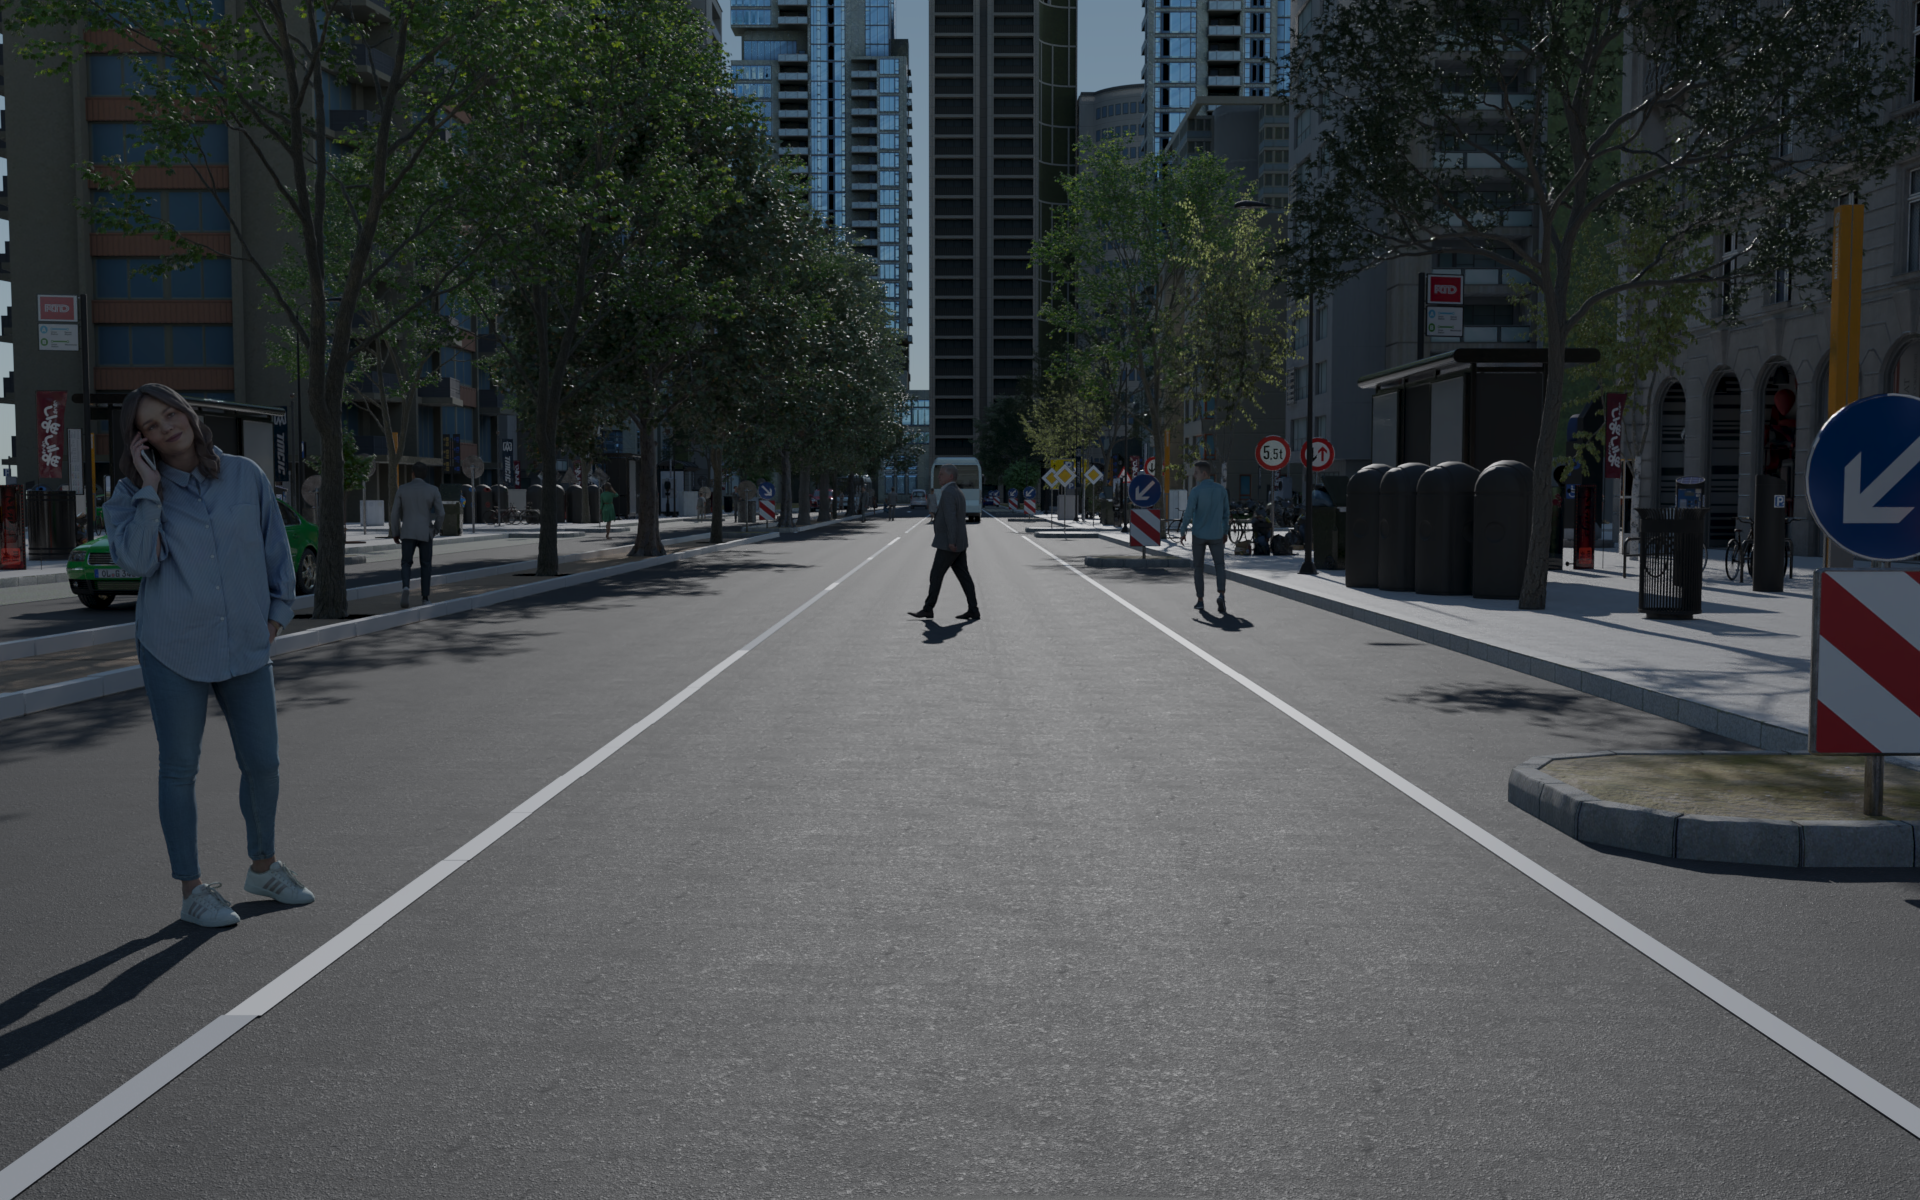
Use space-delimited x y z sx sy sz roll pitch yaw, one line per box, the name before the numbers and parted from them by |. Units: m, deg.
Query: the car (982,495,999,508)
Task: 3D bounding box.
car | 3.180 -10.244 180.066 1.945 1.354 3.894 0 3 0

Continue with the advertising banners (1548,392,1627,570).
advertising banners | 10.620 -2.035 29.466 2.074 3.025 0.090 -2 4 -29

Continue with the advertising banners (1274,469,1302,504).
advertising banners | 19.110 -6.376 100.439 2.074 3.025 0.090 1 4 9

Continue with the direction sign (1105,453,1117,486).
direction sign | 8.448 -6.410 96.795 0.876 3.537 0.379 -3 4 -38

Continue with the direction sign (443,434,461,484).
direction sign | -19.177 -4.489 65.395 0.876 3.537 0.379 2 4 29

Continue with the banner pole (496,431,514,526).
banner pole | -18.125 -4.823 68.871 0.863 3.779 0.401 -3 4 -37

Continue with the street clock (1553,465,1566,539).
street clock | 15.148 -2.381 43.503 0.471 2.002 0.358 2 4 30

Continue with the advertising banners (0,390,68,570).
advertising banners | -16.059 -2.017 29.173 2.074 3.025 0.090 0 4 -4

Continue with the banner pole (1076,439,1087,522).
banner pole | 5.533 -5.477 79.564 0.401 3.779 0.863 -2 4 -28

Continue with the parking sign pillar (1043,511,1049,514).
parking sign pillar | 6.231 -7.720 114.691 1.447 3.967 1.447 0 4 -6

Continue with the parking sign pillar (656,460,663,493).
parking sign pillar | -22.896 -8.738 131.332 1.447 3.967 1.447 1 4 19

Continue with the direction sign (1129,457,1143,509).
direction sign | 10.687 -6.936 105.404 0.876 3.537 0.379 -1 4 -11

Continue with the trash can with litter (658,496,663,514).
trash can with litter | -19.360 -6.034 109.709 2.233 1.210 1.678 -1 4 -8

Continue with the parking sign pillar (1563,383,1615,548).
parking sign pillar | 15.040 -3.256 41.708 1.447 3.967 1.447 3 5 41

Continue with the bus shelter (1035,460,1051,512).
bus shelter | 6.268 -7.926 120.879 1.731 3.624 6.357 0 3 0

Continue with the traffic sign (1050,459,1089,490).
traffic sign | 6.278 -6.452 99.361 2.265 3.308 0.079 0 4 5

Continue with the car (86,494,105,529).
car | -29.842 -3.194 61.023 4.718 1.807 1.959 0 4 -2

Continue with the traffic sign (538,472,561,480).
traffic sign | -13.618 -3.293 57.485 0.795 2.450 0.064 0 3 0

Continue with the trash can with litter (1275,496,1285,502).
trash can with litter | 17.356 -4.970 92.639 1.055 1.170 0.624 3 5 40

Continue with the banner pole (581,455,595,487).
banner pole | -17.964 -5.713 83.423 0.863 3.779 0.401 -1 4 -22

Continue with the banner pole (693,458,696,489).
banner pole | -18.303 -7.904 119.253 0.401 3.779 0.863 0 4 6

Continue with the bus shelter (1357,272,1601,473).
bus shelter | 8.129 -3.151 29.149 2.179 5.291 8.768 0 3 0

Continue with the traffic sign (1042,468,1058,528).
traffic sign | 3.470 -3.781 65.464 0.795 2.450 0.064 0 3 0

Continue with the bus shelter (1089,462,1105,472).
bus shelter | 8.405 -7.163 111.041 2.014 3.302 5.546 0 3 0

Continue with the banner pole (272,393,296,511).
banner pole | -16.787 -3.251 43.167 0.863 3.779 0.401 1 4 21

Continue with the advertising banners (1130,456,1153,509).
advertising banners | 8.639 -5.079 79.229 2.074 3.025 0.090 -2 4 -26

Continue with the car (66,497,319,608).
car | -10.132 -0.882 23.210 1.959 1.807 4.718 0 4 1

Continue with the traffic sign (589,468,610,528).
traffic sign | -13.625 -3.782 65.470 0.795 2.450 0.064 0 3 0

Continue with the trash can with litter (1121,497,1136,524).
trash can with litter | 7.062 -3.872 74.693 1.055 1.170 0.624 -3 5 -43

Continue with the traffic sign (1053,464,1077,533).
traffic sign | 3.476 -3.293 57.479 0.795 2.450 0.064 0 3 0

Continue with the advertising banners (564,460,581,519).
advertising banners | -20.011 -5.575 87.335 2.074 3.025 0.090 0 4 -8

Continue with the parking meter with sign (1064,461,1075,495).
parking meter with sign | 5.769 -5.780 90.771 0.543 3.016 1.738 0 4 -1

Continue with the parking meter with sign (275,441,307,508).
parking meter with sign | -22.495 -3.722 57.116 1.738 3.016 0.543 -3 4 -36

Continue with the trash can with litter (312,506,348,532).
trash can with litter | -21.085 -2.851 58.001 0.624 1.170 1.055 2 4 27

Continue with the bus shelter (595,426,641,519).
bus shelter | -17.679 -6.836 89.394 2.179 5.291 8.768 0 3 0

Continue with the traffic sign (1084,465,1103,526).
traffic sign | 5.280 -4.118 68.522 0.795 2.450 0.064 0 4 4

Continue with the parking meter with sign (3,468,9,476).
parking meter with sign | -63.930 -7.403 117.303 1.738 3.016 0.543 2 4 25

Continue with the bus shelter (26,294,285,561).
bus shelter | -17.385 -3.660 37.476 2.179 5.291 8.768 0 3 0

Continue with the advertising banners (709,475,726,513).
advertising banners | -16.832 -7.429 117.656 2.074 3.025 0.090 0 4 1

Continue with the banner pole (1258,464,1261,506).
banner pole | 16.904 -6.592 97.802 0.401 3.779 0.863 0 4 -3

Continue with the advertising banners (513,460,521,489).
advertising banners | -22.613 -5.773 90.577 0.090 3.025 2.074 2 4 30

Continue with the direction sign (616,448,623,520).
direction sign | -16.665 -5.660 84.537 0.379 3.537 0.876 -1 4 -11

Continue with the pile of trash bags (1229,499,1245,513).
pile of trash bags | 12.275 -4.307 80.170 1.912 1.369 3.447 -3 4 -36

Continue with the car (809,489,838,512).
car | -10.894 -7.939 138.476 2.281 1.827 5.304 0 4 -2

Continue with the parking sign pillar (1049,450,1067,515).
parking sign pillar | 6.588 -7.235 106.768 1.447 3.967 1.447 2 4 29

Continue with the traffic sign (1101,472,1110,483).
traffic sign | 8.222 -6.057 99.135 0.768 2.556 0.104 0 4 0

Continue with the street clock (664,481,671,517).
street clock | -16.495 -5.698 97.729 0.358 2.002 0.471 -2 4 -29

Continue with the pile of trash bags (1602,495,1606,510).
pile of trash bags | 16.305 -2.341 48.031 3.447 1.369 1.912 -1 4 -15

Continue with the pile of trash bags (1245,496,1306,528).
pile of trash bags | 12.988 -3.466 66.415 3.447 1.369 1.912 0 4 -7

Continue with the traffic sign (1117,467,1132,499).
traffic sign | 7.751 -5.012 81.947 0.884 2.594 0.081 0 4 1

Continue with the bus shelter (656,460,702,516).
bus shelter | -16.949 -6.747 104.242 2.014 3.302 5.546 0 3 0
